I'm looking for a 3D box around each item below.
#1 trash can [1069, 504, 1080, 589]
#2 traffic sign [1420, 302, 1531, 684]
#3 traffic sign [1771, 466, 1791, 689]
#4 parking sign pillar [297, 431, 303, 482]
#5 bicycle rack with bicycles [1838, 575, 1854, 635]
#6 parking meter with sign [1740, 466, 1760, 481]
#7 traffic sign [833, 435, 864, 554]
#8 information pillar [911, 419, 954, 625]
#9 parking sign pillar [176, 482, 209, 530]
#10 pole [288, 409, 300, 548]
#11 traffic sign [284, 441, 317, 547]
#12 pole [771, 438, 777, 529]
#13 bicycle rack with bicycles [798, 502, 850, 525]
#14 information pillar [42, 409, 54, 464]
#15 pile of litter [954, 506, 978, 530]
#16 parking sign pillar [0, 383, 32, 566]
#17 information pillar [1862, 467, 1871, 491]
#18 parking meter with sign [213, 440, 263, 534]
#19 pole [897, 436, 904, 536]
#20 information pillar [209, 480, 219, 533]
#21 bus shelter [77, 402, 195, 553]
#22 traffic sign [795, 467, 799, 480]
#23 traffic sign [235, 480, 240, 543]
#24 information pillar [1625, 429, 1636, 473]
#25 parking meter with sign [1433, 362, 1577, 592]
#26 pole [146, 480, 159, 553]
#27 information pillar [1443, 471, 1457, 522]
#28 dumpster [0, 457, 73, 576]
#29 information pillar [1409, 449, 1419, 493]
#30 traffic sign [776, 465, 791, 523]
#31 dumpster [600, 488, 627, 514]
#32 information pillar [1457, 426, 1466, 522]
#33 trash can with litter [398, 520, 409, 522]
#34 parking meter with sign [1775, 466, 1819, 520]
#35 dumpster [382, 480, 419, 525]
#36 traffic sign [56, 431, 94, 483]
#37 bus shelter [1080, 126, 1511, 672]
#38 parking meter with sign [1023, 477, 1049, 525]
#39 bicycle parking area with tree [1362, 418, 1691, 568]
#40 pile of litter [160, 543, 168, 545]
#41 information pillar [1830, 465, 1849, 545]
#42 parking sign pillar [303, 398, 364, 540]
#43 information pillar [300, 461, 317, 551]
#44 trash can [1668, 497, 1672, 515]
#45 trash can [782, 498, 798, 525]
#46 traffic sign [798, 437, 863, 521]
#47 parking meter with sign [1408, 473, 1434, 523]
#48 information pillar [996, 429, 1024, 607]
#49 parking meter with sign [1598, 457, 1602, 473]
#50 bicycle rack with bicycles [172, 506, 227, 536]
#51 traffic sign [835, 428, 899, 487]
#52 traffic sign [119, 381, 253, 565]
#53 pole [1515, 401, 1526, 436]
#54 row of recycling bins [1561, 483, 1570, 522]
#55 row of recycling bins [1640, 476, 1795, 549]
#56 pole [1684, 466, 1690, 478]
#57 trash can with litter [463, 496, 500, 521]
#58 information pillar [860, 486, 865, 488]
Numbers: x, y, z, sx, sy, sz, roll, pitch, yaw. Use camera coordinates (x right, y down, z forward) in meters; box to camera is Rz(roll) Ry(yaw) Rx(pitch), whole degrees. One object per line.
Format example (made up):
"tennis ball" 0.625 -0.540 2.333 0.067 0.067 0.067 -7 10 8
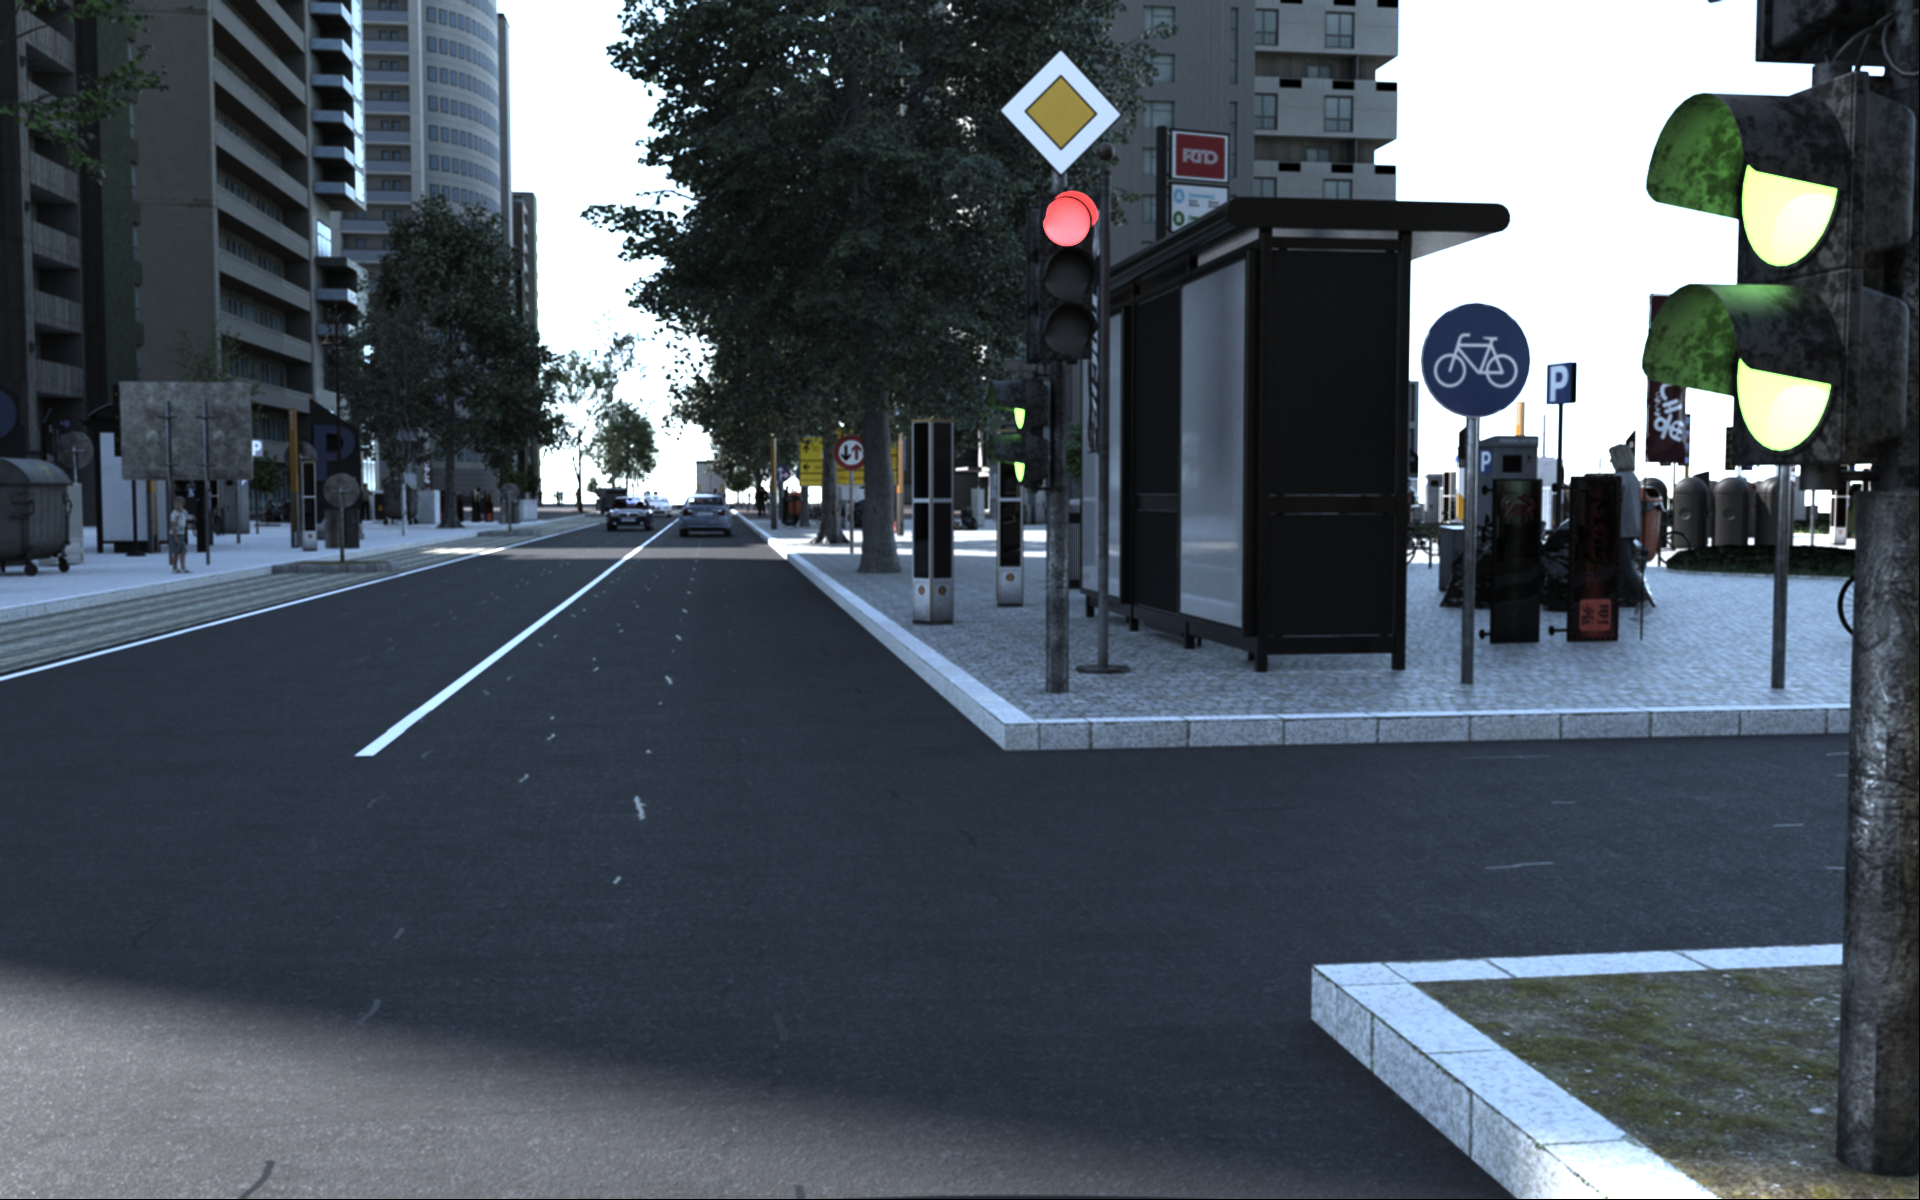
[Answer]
"trash can" 1.634 -0.732 23.622 0.748 1.137 0.748 0 3 0
"traffic sign" 3.429 -0.705 11.632 0.768 2.556 0.104 0 4 -7
"traffic sign" 5.408 -0.689 11.373 0.768 2.556 0.104 0 4 -5
"parking sign pillar" -27.780 -5.268 74.612 1.447 3.967 1.447 -2 4 -35
"bicycle rack with bicycles" 9.248 -0.053 14.246 2.852 0.926 2.925 -1 4 -18
"parking meter with sign" 37.950 -5.388 84.352 1.738 3.016 0.543 2 4 29
"traffic sign" -2.329 -2.268 37.186 0.768 2.556 0.104 0 4 0
"information pillar" -0.268 -0.770 17.078 0.304 2.012 0.304 -3 5 -41
"parking sign pillar" -27.773 -4.549 62.840 1.447 3.967 1.447 1 4 17
"pole" -15.908 -2.907 41.379 0.158 3.312 0.155 0 3 0
"traffic sign" -15.864 -2.542 41.667 0.768 2.556 0.104 0 4 -3
"pole" -6.756 -4.217 62.797 0.158 3.312 0.155 0 3 0
"bicycle rack with bicycles" -4.729 -3.504 70.679 2.852 0.926 2.925 3 5 45
"information pillar" -24.884 -3.423 47.318 0.183 3.616 0.504 0 4 -6
"pile of litter" 0.001 -2.936 61.968 1.176 0.858 1.719 3 5 40
"parking sign pillar" -17.580 -2.612 31.171 1.447 3.967 1.447 3 5 44
"information pillar" 24.898 -2.624 47.391 0.304 2.012 0.304 -1 4 -14
"parking meter with sign" -23.329 -3.645 55.857 1.738 3.016 0.543 1 4 22
"pole" -1.844 -3.636 53.295 0.158 3.312 0.155 0 3 0
"information pillar" -24.798 -3.247 57.586 0.304 2.012 0.304 -1 4 -21
"bus shelter" -18.386 -2.830 40.200 2.014 3.302 5.546 0 4 -8
"traffic sign" -6.831 -4.639 75.956 0.768 2.556 0.104 0 4 -6
"traffic sign" -18.760 -2.744 44.967 0.768 2.556 0.104 0 4 -4
"information pillar" 24.295 -4.369 62.789 0.183 3.616 0.504 -1 4 -20
"parking meter with sign" 7.195 -1.625 22.836 1.738 3.016 0.543 -1 4 -17
"pole" -17.454 -2.663 37.387 0.158 3.312 0.155 0 3 0
"information pillar" 15.746 -3.133 55.718 0.304 2.012 0.304 -2 4 -34
"dumpster" -15.138 -1.340 27.663 1.264 1.857 1.865 0 4 -8
"information pillar" 23.128 -5.930 88.317 0.504 3.616 0.183 1 4 11
"traffic sign" -7.762 -4.616 75.584 0.768 2.556 0.104 0 4 -2
"dumpster" -23.361 -6.636 116.715 1.865 1.857 1.264 0 4 -6
"information pillar" 15.795 -3.834 54.047 0.504 3.616 0.183 0 4 6
"trash can with litter" -25.998 -4.195 79.646 2.233 1.210 1.678 0 4 -4
"parking meter with sign" 31.802 -4.262 65.938 1.738 3.016 0.543 -1 4 -8
"dumpster" -23.587 -4.111 72.978 1.264 1.857 1.865 -1 4 -8
"traffic sign" -17.988 -2.147 35.210 0.768 2.556 0.104 0 4 1
"bus shelter" 2.310 -2.386 16.644 2.179 5.291 8.768 -1 4 -8
"parking meter with sign" 3.208 -4.702 73.131 0.543 3.016 1.738 3 5 40
"bicycle parking area with tree" 8.720 -2.853 33.647 9.016 4.147 8.231 0 4 4
"pile of litter" -20.841 -1.856 44.310 1.176 0.858 1.719 -2 4 -24
"information pillar" 22.014 -2.377 43.361 0.304 2.012 0.304 0 4 7
"parking sign pillar" -17.631 -3.698 48.933 1.447 3.967 1.447 -2 4 -26
"information pillar" -14.697 -2.115 39.077 0.304 2.012 0.304 -2 4 -27
"trash can" 31.464 -3.942 76.113 0.748 1.137 0.748 0 3 0
"trash can" -6.948 -3.623 70.881 0.748 1.137 0.748 0 3 0
"traffic sign" -4.497 -4.076 60.509 2.265 3.308 0.079 0 4 -3
"parking meter with sign" 17.541 -4.148 64.085 1.738 3.016 0.543 0 4 -3
"information pillar" 0.571 -0.936 19.794 0.304 2.012 0.304 0 4 0
"parking meter with sign" 29.657 -5.288 82.726 1.738 3.016 0.543 1 4 13
"bicycle rack with bicycles" -23.664 -2.433 53.168 2.852 0.926 2.925 0 4 -1
"traffic sign" -2.981 -3.571 52.254 2.265 3.308 0.079 0 4 -3
"traffic sign" -13.993 -2.293 31.358 2.265 3.308 0.079 0 4 -7
"pole" 12.306 -2.707 38.108 0.158 3.312 0.155 0 3 0
"row of recycling bins" 17.249 -2.445 47.084 3.534 1.692 1.069 2 4 30
"row of recycling bins" 17.719 -2.062 40.824 3.534 1.692 1.069 2 4 29
"pole" 33.890 -5.317 80.769 0.158 3.312 0.155 0 3 0
"trash can with litter" -22.524 -4.367 82.453 2.233 1.210 1.678 1 4 16
"information pillar" -4.273 -4.432 76.950 0.304 2.012 0.304 1 4 22
